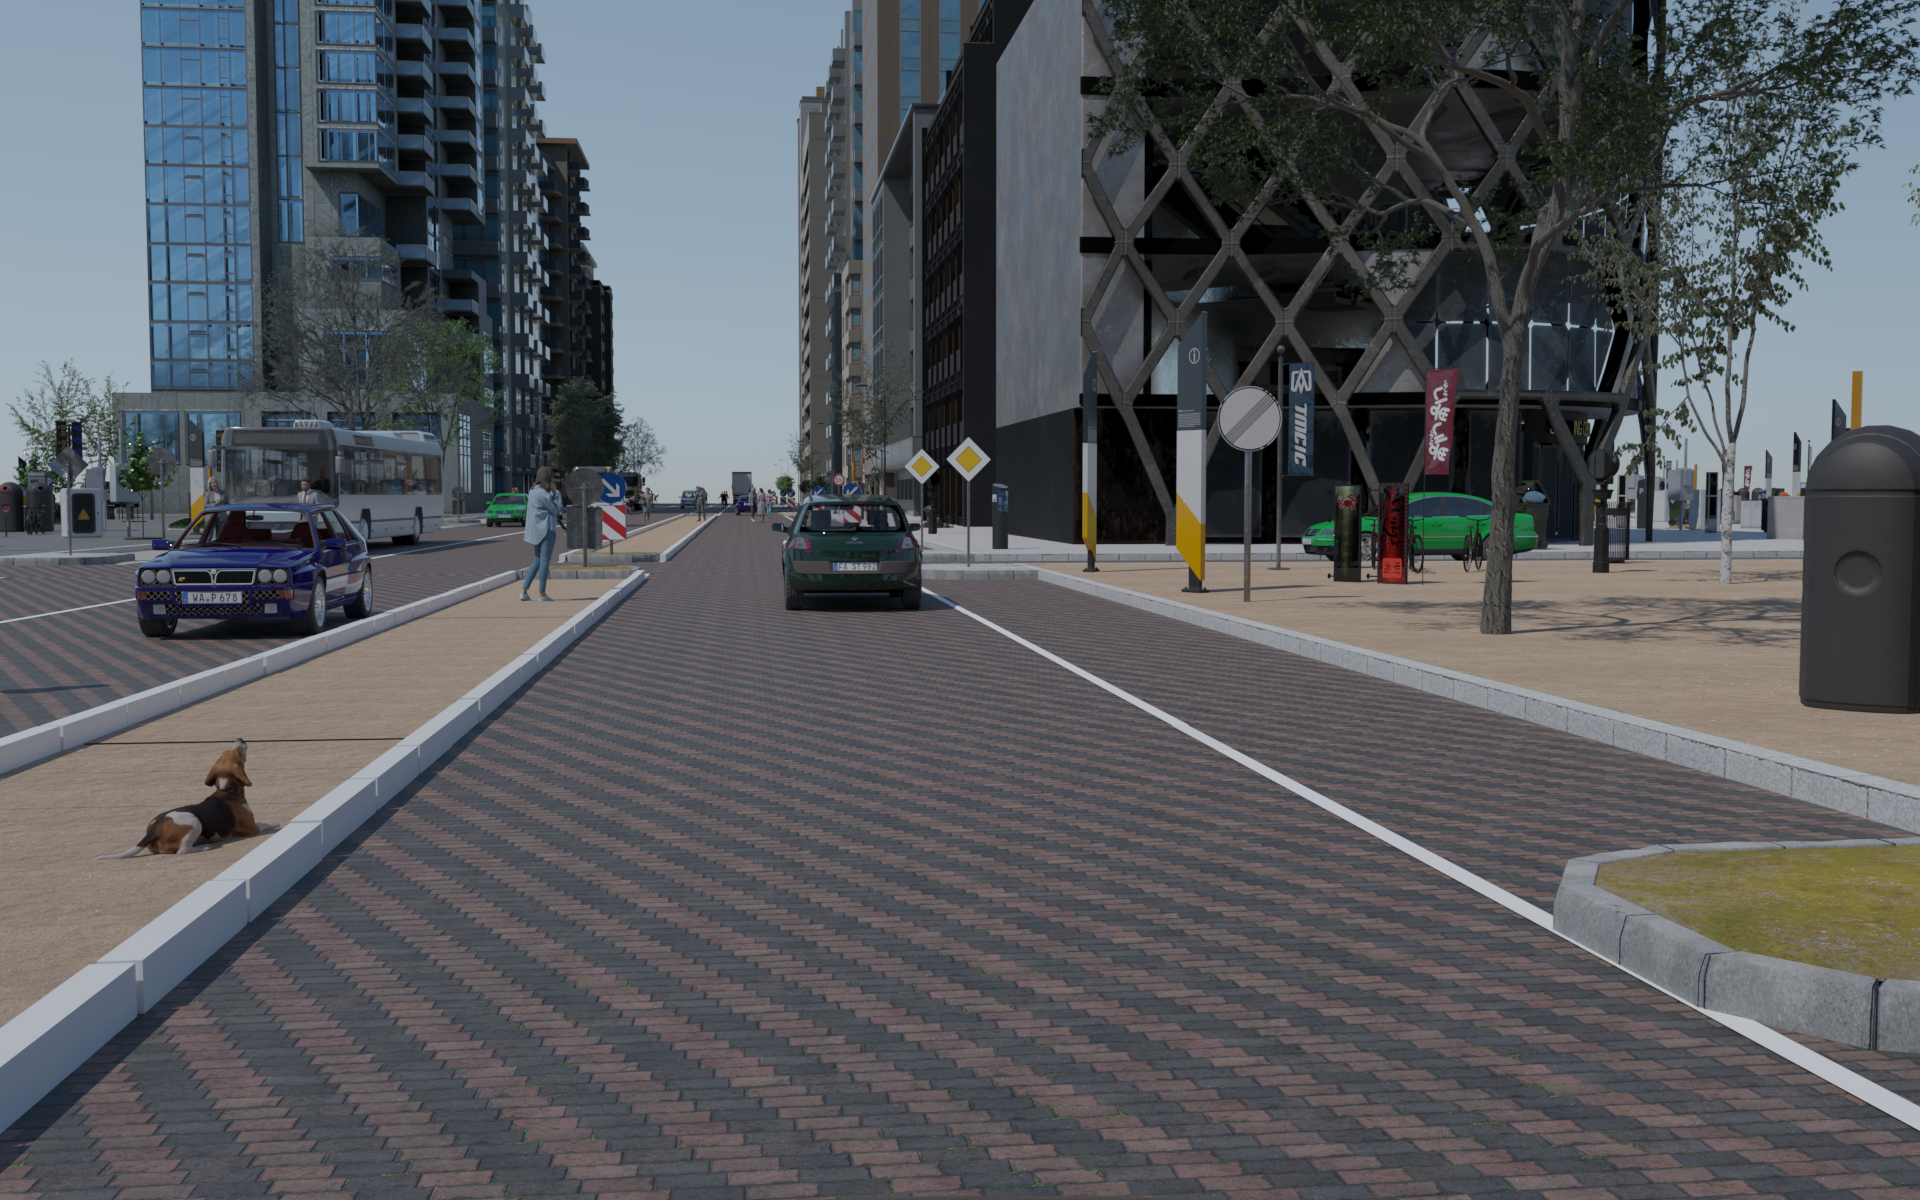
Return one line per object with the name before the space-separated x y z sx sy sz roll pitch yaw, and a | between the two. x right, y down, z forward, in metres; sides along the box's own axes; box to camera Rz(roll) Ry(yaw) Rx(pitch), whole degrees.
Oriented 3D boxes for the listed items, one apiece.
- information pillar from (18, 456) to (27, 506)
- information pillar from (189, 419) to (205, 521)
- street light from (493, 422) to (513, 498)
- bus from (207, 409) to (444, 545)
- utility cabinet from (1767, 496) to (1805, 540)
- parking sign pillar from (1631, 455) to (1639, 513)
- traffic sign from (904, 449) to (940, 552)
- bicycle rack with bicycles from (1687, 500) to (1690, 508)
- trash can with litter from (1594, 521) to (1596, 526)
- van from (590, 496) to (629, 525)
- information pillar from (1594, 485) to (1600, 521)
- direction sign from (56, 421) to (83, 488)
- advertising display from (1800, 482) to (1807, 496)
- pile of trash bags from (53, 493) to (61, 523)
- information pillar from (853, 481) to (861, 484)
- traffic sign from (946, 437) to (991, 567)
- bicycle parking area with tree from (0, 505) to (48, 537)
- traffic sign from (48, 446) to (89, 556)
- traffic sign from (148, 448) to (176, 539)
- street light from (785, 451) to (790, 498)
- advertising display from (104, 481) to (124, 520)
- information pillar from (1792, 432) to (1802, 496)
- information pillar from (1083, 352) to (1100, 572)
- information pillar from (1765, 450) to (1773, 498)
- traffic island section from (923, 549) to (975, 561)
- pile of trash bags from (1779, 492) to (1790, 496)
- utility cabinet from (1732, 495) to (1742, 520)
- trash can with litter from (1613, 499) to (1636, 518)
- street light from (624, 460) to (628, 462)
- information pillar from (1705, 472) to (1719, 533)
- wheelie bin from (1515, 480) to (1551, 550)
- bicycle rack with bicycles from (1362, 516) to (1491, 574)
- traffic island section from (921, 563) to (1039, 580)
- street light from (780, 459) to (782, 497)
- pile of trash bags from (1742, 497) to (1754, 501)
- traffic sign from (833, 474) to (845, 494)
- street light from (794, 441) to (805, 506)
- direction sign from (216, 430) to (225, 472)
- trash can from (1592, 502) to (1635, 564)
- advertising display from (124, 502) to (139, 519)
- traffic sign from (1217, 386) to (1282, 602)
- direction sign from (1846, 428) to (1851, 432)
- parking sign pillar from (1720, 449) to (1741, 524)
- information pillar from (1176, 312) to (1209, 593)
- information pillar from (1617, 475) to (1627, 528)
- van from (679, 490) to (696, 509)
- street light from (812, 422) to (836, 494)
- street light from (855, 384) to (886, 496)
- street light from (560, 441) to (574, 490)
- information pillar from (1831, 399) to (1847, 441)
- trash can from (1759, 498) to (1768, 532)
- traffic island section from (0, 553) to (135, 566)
information pillar | -57.465 -7.025 106.212 0.504 3.616 0.183 -3 5 -43
information pillar | -23.961 -3.856 54.406 0.504 3.616 0.183 1 4 14
street light | -29.585 -8.533 112.048 1.470 5.913 1.316 0 4 -7
bus | -16.178 -3.087 45.332 2.948 3.499 13.247 0 4 -5
utility cabinet | 23.449 -2.318 49.064 0.306 1.237 1.020 -3 5 -42
parking sign pillar | 46.082 -7.952 118.489 1.447 3.967 1.447 1 4 13
traffic sign | -0.843 -2.117 38.257 0.795 2.450 0.064 0 4 -7
bicycle rack with bicycles | 48.937 -6.296 116.320 2.852 0.926 2.925 -1 4 -17
trash can with litter | 24.905 -3.620 70.237 2.233 1.210 1.678 3 4 37
van | -15.869 -4.333 77.853 2.013 2.044 4.112 -1 4 -9
information pillar | 28.811 -5.332 78.540 0.504 3.616 0.183 0 4 -4
direction sign | -27.778 -3.798 54.088 0.379 3.537 0.876 2 4 26
advertising display | 46.194 -5.456 94.425 0.974 1.923 0.123 0 4 -7
pile of trash bags | -39.810 -4.124 77.178 1.912 1.369 3.447 0 4 1
information pillar | -5.936 -5.828 99.786 0.304 2.012 0.304 2 4 30
traffic sign | 0.147 -1.632 30.333 0.795 2.450 0.064 0 4 -7
bicycle parking area with tree | -32.422 -3.989 52.230 8.231 4.147 9.016 0 4 -2
traffic sign | -18.553 -1.984 36.074 0.795 2.450 0.064 0 4 -7
traffic sign | -21.929 -2.907 47.631 0.768 2.556 0.104 0 4 0
street light | -18.136 -13.228 188.815 1.470 5.913 1.316 0 4 -7
advertising display | -42.739 -5.010 87.128 0.123 1.923 0.974 3 4 36
information pillar | 31.342 -4.499 64.911 0.183 3.616 0.504 0 3 0
information pillar | 2.131 -2.264 28.377 0.183 3.616 0.504 1 4 23
information pillar | 42.793 -6.138 91.712 0.504 3.616 0.183 -2 4 -30
traffic island section | -0.820 -0.982 38.337 2.009 0.180 2.903 0 4 -7
pile of trash bags | 39.349 -4.431 82.195 1.912 1.369 3.447 2 4 33
utility cabinet | 36.505 -4.336 82.049 0.306 1.237 1.020 -2 4 -23
trash can with litter | 36.245 -5.086 94.221 1.678 1.210 2.233 -3 4 -36
street light | -44.645 -15.946 233.251 1.470 5.913 1.316 0 4 -7
information pillar | 24.912 -3.237 57.417 0.304 2.012 0.304 0 4 5
wheelie bin | 13.179 -1.964 40.026 0.693 1.594 0.980 -1 4 -20
bicycle rack with bicycles | 7.891 -0.953 28.971 2.852 0.926 2.925 1 4 18
traffic island section | 0.169 -0.497 30.413 2.009 0.180 2.903 0 4 -7
street light | -23.591 -15.885 232.258 1.470 5.913 1.316 0 4 -7
pile of trash bags | 43.192 -5.386 97.819 3.447 1.369 1.912 2 4 29
traffic sign | -7.587 -6.632 108.547 0.768 2.556 0.104 0 4 -6
street light | -13.389 -10.879 150.410 1.470 5.913 1.316 0 4 -7
direction sign | -25.866 -4.245 61.395 0.876 3.537 0.379 -1 4 -13
trash can | 12.110 -1.253 32.143 0.748 1.137 0.748 0 3 0
advertising display | -42.382 -5.088 88.405 0.123 1.923 0.974 2 4 30
traffic sign | 3.416 -1.250 20.537 0.768 2.556 0.104 0 4 -3
direction sign | 30.684 -4.119 59.348 0.876 3.537 0.379 -1 4 -10
parking sign pillar | 33.017 -5.257 74.425 1.447 3.967 1.447 2 4 27
information pillar | 3.019 -1.906 22.525 0.183 3.616 0.504 -2 4 -35
information pillar | 25.104 -3.745 65.719 0.304 2.012 0.304 1 4 15
van | -26.620 -9.995 170.431 2.013 2.044 4.112 0 4 -6
street light | -8.650 -8.558 112.459 1.470 5.913 1.316 0 4 -7
street light | -3.719 -6.157 73.210 1.470 5.913 1.316 0 4 -7
street light | -34.241 -10.899 150.742 1.470 5.913 1.316 0 4 -7
information pillar | 21.684 -3.148 42.817 0.504 3.616 0.183 -2 4 -30
trash can | 27.262 -2.847 58.201 0.748 1.137 0.748 0 3 0
traffic island section | -18.575 -0.847 36.133 2.009 0.180 2.903 0 4 -7
